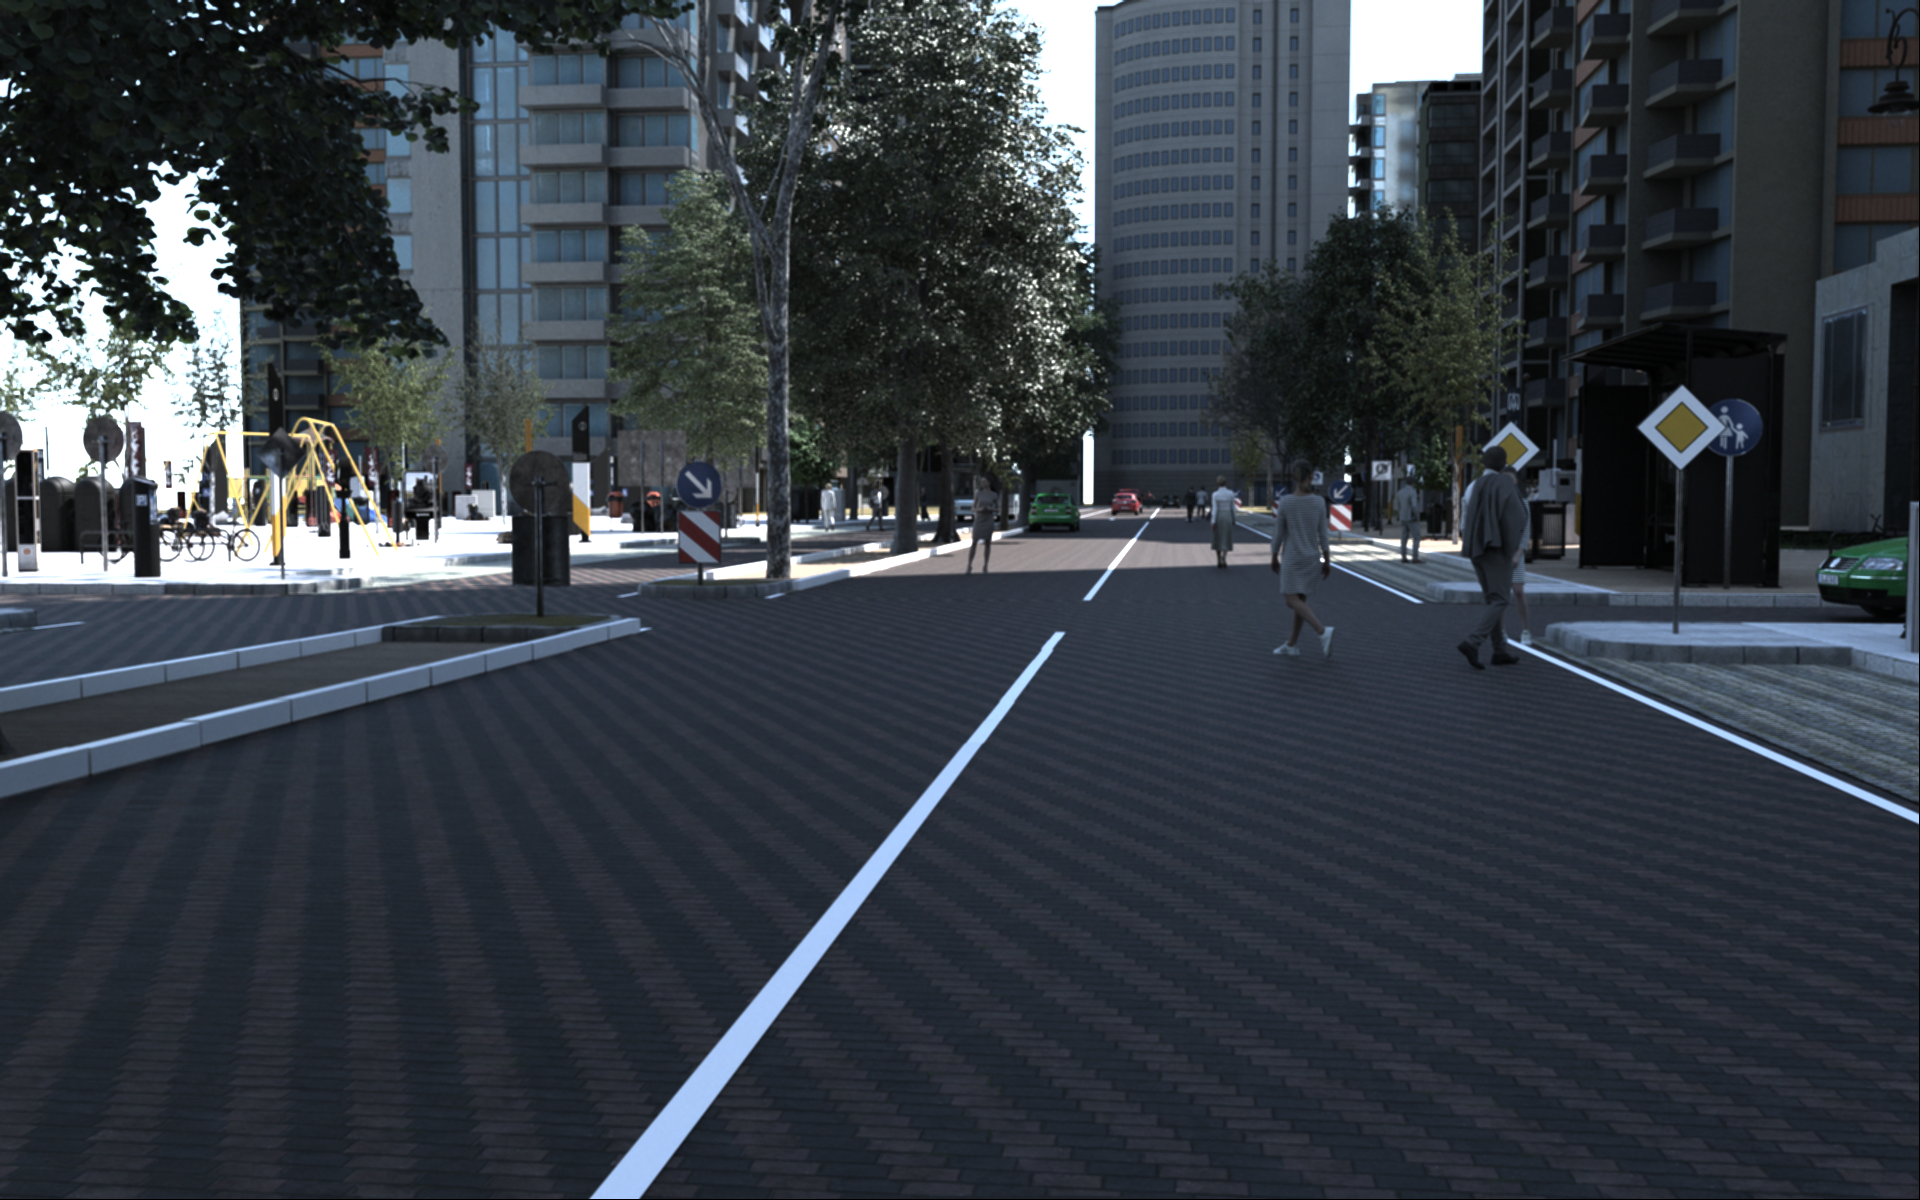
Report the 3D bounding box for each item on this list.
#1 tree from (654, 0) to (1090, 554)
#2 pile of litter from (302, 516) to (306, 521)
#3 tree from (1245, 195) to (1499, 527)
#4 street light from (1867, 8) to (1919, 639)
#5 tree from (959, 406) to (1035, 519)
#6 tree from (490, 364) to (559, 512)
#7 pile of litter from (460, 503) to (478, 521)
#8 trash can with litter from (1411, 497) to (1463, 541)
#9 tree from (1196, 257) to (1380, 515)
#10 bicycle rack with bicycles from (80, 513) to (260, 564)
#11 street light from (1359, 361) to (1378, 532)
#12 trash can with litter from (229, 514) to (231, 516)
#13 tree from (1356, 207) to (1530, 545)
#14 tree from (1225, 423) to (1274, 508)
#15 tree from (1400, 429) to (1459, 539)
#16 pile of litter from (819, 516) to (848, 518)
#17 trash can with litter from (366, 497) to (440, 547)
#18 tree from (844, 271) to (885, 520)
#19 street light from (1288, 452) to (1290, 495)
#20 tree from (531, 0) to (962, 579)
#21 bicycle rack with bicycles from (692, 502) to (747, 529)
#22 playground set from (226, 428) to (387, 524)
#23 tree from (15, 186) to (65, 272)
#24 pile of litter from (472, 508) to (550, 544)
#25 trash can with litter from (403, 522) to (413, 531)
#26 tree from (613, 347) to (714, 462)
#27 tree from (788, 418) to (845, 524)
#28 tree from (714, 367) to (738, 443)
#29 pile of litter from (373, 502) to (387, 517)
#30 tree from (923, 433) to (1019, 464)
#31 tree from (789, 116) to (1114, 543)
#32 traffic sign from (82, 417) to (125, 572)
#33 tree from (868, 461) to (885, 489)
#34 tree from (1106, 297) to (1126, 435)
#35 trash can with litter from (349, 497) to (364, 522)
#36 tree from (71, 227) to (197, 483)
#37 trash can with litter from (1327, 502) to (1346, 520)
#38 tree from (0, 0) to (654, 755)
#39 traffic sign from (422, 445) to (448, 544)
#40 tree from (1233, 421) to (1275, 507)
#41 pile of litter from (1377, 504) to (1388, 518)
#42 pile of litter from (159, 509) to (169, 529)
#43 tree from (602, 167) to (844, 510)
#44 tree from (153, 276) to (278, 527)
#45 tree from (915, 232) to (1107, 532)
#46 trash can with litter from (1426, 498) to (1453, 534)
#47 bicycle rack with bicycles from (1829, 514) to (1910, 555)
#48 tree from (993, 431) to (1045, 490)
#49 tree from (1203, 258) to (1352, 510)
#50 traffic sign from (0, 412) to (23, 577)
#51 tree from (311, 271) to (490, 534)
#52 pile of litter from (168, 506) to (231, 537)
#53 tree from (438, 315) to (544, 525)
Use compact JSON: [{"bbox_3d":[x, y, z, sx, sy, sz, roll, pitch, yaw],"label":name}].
[{"bbox_3d":[-1.321,-8.065,40.970,9.857,13.997,8.962,0,3,0],"label":"tree"},{"bbox_3d":[-30.625,-4.157,81.929,1.176,0.858,1.719,1,4,11],"label":"pile of litter"},{"bbox_3d":[15.942,-9.177,67.060,9.611,12.733,9.660,0,3,0],"label":"tree"},{"bbox_3d":[8.469,-2.596,15.235,0.468,5.910,1.993,0,4,7],"label":"street light"},{"bbox_3d":[0.565,-6.470,58.603,4.737,8.622,4.395,0,3,0],"label":"tree"},{"bbox_3d":[-24.785,-9.003,97.565,4.737,8.622,4.395,0,3,0],"label":"tree"},{"bbox_3d":[-23.204,-4.225,83.051,1.719,0.858,1.176,3,4,39],"label":"pile of litter"},{"bbox_3d":[13.281,-2.254,47.904,2.233,1.210,1.678,-2,4,-24],"label":"trash can with litter"},{"bbox_3d":[18.154,-10.912,88.774,12.009,13.543,11.850,0,3,0],"label":"tree"},{"bbox_3d":[-15.025,-1.159,32.333,2.925,0.926,2.852,1,4,20],"label":"bicycle rack with bicycles"},{"bbox_3d":[13.890,-5.274,59.016,0.468,5.910,1.993,0,4,7],"label":"street light"},{"bbox_3d":[-40.926,-5.141,95.110,2.233,1.210,1.678,0,4,6],"label":"trash can with litter"},{"bbox_3d":[12.390,-5.703,43.602,4.737,8.622,4.395,0,3,0],"label":"tree"},{"bbox_3d":[26.723,-12.789,159.462,4.737,8.622,4.395,0,3,0],"label":"tree"},{"bbox_3d":[13.887,-3.409,50.344,1.663,3.219,1.824,0,3,0],"label":"tree"},{"bbox_3d":[-6.899,-4.843,93.146,1.719,0.858,1.176,2,4,24],"label":"pile of litter"},{"bbox_3d":[-13.699,-1.921,42.461,1.678,1.210,2.233,-1,4,-21],"label":"trash can with litter"},{"bbox_3d":[-5.309,-10.258,85.840,7.486,12.596,7.792,0,3,0],"label":"tree"},{"bbox_3d":[18.582,-7.644,97.765,0.468,5.910,1.993,0,4,7],"label":"street light"},{"bbox_3d":[-4.175,-10.482,29.731,12.611,20.169,13.585,0,3,0],"label":"tree"},{"bbox_3d":[-9.747,-3.065,63.494,2.925,0.926,2.852,3,4,36],"label":"bicycle rack with bicycles"},{"bbox_3d":[-28.460,-5.404,75.141,5.637,4.214,5.302,1,4,18],"label":"playground set"},{"bbox_3d":[-19.416,-5.048,32.904,4.360,8.622,3.978,0,3,0],"label":"tree"},{"bbox_3d":[-11.553,-1.904,45.095,1.176,0.858,1.719,3,5,43],"label":"pile of litter"},{"bbox_3d":[-19.115,-3.016,60.694,1.055,1.170,0.624,-1,4,-20],"label":"trash can with litter"},{"bbox_3d":[-15.120,-8.211,84.612,4.360,8.622,3.978,0,3,0],"label":"tree"},{"bbox_3d":[-6.607,-5.555,74.540,4.285,4.588,4.351,0,3,0],"label":"tree"},{"bbox_3d":[-13.964,-8.830,94.726,4.360,8.622,3.978,0,3,0],"label":"tree"},{"bbox_3d":[-33.050,-5.127,97.784,1.719,0.858,1.176,-1,4,-18],"label":"pile of litter"},{"bbox_3d":[1.920,-14.218,142.839,12.009,13.543,11.850,0,3,0],"label":"tree"},{"bbox_3d":[-0.374,-8.032,50.781,9.611,12.733,9.660,0,3,0],"label":"tree"},{"bbox_3d":[-14.098,-1.737,28.508,0.768,2.556,0.104,1,4,10],"label":"traffic sign"},{"bbox_3d":[-4.281,-8.966,96.958,4.360,8.622,3.978,0,3,0],"label":"tree"},{"bbox_3d":[2.810,-10.206,75.973,9.857,13.997,8.962,0,3,0],"label":"tree"},{"bbox_3d":[-27.800,-4.156,79.343,1.055,1.170,0.624,2,4,28],"label":"trash can with litter"},{"bbox_3d":[-22.720,-5.876,46.441,4.737,8.622,4.395,0,3,0],"label":"tree"},{"bbox_3d":[19.133,-4.584,86.006,1.678,1.210,2.233,-1,4,-18],"label":"trash can with litter"},{"bbox_3d":[-5.546,-6.110,9.010,9.857,13.997,8.962,0,3,0],"label":"tree"},{"bbox_3d":[-13.551,-2.727,44.690,0.768,2.556,0.104,1,4,17],"label":"traffic sign"},{"bbox_3d":[28.266,-13.275,167.403,4.360,8.622,3.978,0,3,0],"label":"tree"},{"bbox_3d":[22.399,-4.800,92.449,1.176,0.858,1.719,2,4,29],"label":"pile of litter"},{"bbox_3d":[-28.625,-2.996,62.954,1.719,0.858,1.176,0,4,8],"label":"pile of litter"},{"bbox_3d":[-8.889,-8.750,61.188,7.486,12.596,7.792,0,3,0],"label":"tree"},{"bbox_3d":[-25.524,-6.648,59.061,4.360,8.622,3.978,0,3,0],"label":"tree"},{"bbox_3d":[1.783,-8.417,65.836,9.928,11.665,9.643,0,3,0],"label":"tree"},{"bbox_3d":[15.633,-2.737,56.133,1.055,1.170,0.624,1,4,18],"label":"trash can with litter"},{"bbox_3d":[16.515,-1.004,29.799,2.925,0.926,2.852,0,4,3],"label":"bicycle rack with bicycles"},{"bbox_3d":[3.161,-7.983,83.341,4.360,8.622,3.978,0,3,0],"label":"tree"},{"bbox_3d":[25.453,-17.197,137.055,12.611,20.169,13.585,0,3,0],"label":"tree"},{"bbox_3d":[-14.809,-1.631,26.776,0.768,2.556,0.104,1,4,14],"label":"traffic sign"},{"bbox_3d":[-18.316,-6.395,54.923,4.737,8.622,4.395,0,3,0],"label":"tree"},{"bbox_3d":[-22.931,-2.357,52.506,1.719,0.858,1.176,-1,4,-21],"label":"pile of litter"},{"bbox_3d":[-18.722,-7.335,70.294,4.360,8.622,3.978,0,3,0],"label":"tree"}]
